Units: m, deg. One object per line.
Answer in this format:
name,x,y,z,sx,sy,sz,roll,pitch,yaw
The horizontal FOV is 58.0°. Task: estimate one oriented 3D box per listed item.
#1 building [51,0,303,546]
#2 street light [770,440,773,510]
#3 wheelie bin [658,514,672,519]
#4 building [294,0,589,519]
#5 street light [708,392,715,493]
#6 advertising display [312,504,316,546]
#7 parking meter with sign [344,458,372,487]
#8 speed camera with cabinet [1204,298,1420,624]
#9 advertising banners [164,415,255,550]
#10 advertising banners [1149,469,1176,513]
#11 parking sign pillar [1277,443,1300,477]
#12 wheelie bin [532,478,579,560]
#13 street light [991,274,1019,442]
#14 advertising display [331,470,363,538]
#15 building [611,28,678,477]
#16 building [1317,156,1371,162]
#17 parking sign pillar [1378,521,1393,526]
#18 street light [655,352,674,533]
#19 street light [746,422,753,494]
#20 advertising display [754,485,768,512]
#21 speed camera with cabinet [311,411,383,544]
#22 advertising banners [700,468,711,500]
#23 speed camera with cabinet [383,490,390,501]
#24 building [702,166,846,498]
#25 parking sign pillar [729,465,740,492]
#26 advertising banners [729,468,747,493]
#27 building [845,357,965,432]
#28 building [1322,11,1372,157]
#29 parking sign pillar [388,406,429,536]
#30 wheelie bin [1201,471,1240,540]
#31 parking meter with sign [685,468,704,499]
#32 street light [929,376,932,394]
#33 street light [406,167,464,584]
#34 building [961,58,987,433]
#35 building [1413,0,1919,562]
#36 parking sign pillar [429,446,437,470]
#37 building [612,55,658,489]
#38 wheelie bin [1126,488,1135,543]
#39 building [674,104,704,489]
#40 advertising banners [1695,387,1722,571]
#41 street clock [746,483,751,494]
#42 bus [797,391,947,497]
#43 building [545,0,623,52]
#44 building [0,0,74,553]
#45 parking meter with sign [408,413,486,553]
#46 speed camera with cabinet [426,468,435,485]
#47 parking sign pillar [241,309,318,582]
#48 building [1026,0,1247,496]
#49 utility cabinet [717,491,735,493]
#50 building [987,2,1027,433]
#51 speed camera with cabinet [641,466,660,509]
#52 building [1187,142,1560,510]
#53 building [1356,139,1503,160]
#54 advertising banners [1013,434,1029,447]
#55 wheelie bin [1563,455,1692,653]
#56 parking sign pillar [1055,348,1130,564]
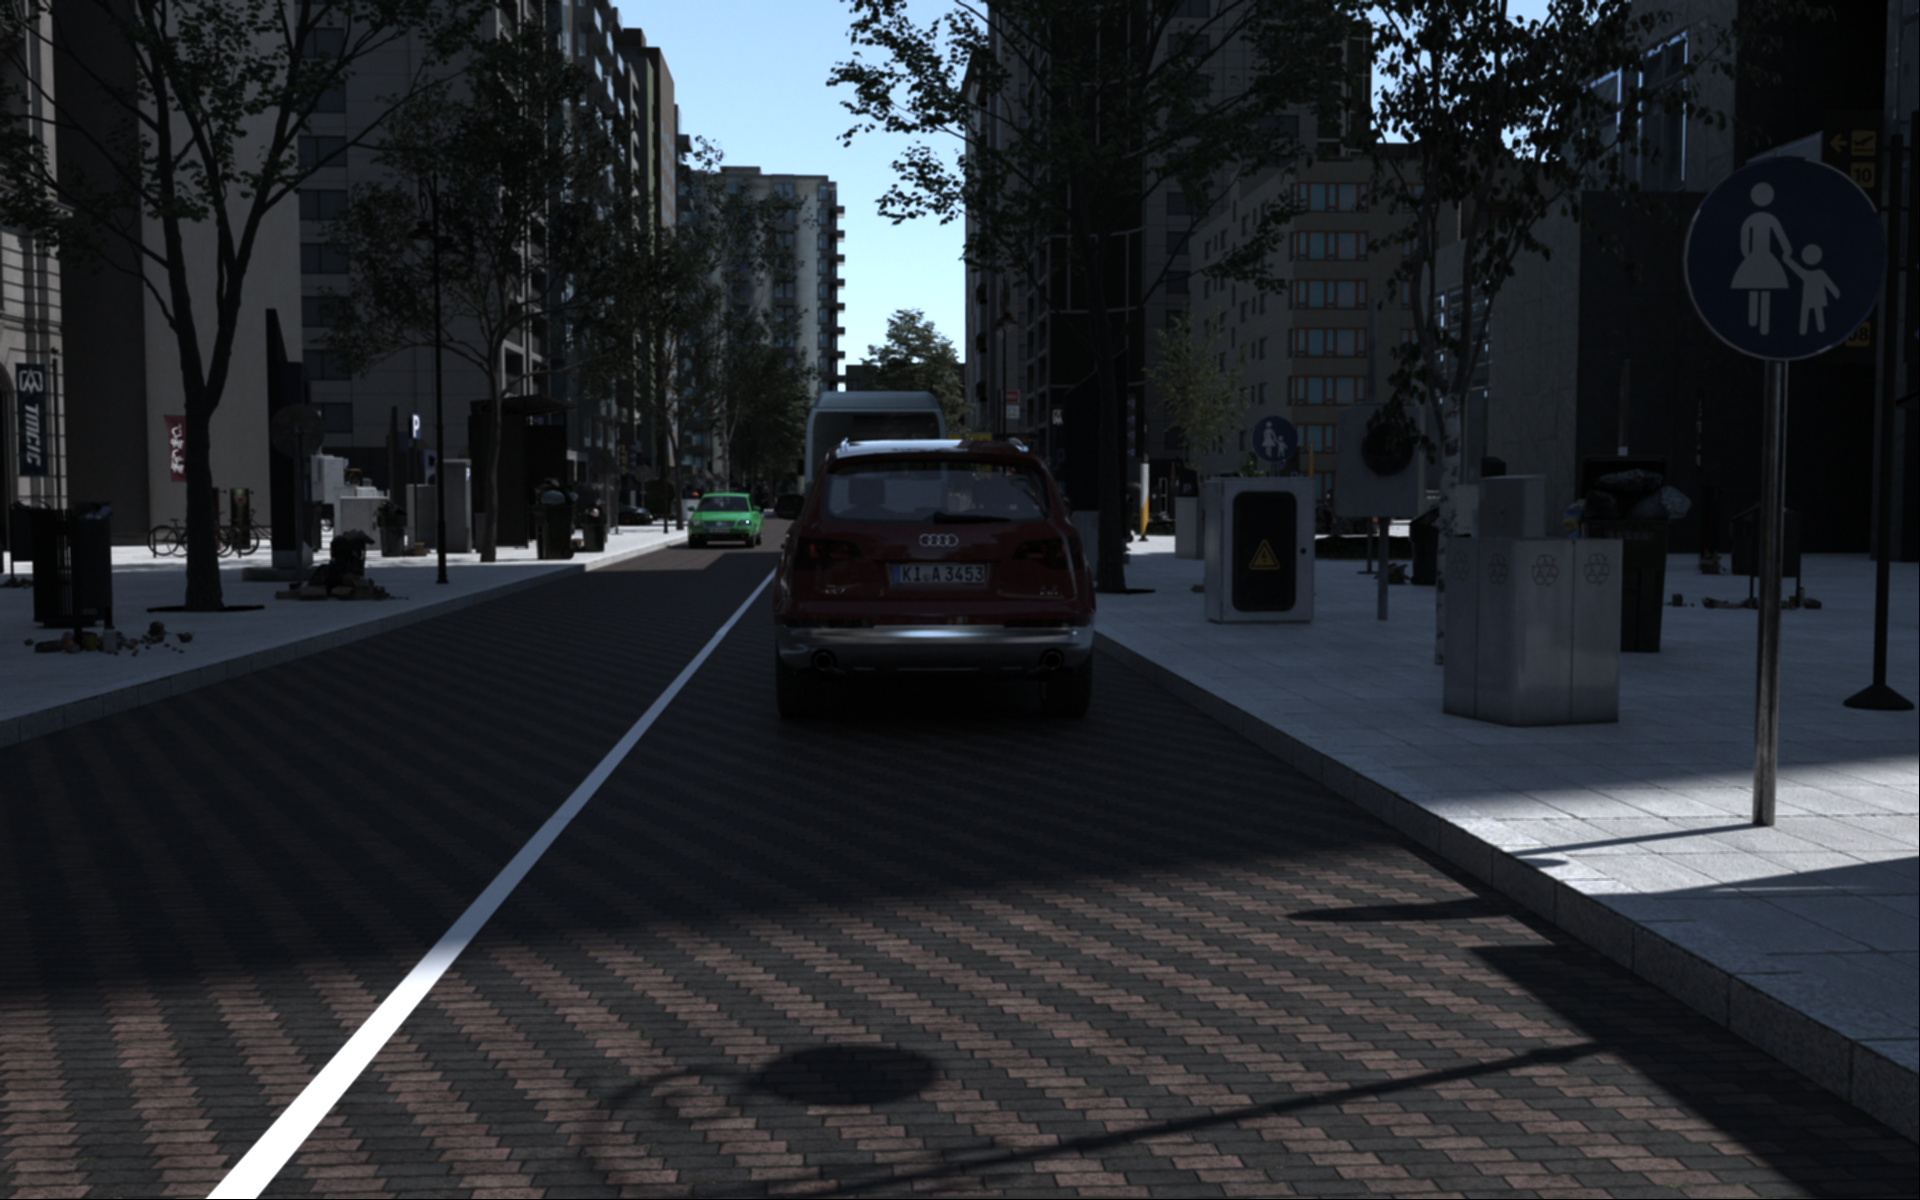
building,-32.341,-15.576,48.171,24.014,27.812,14.314,0,4,-4
street light,-15.307,-10.227,140.002,0.468,5.910,1.993,0,4,-4
wheelie bin,-15.063,-4.940,88.683,0.980,1.594,0.693,1,4,23
building,-32.316,-40.317,97.437,20.563,71.187,20.611,0,4,-4
street light,-10.995,-6.353,76.664,0.468,5.910,1.993,0,4,-4
advertising display,-16.212,-2.294,42.721,0.974,1.923,0.123,2,4,31
parking meter with sign,-29.216,-5.421,84.901,1.738,3.016,0.543,-3,5,-44
speed camera with cabinet,3.516,-1.405,17.315,2.038,3.252,0.660,0,4,-8
advertising banners,-16.974,-2.630,39.185,0.090,3.025,2.074,3,4,37
advertising banners,13.769,-7.437,117.785,2.074,3.025,0.090,1,4,22
parking sign pillar,12.478,-4.728,65.777,1.447,3.967,1.447,-1,4,-9
wheelie bin,-7.965,-1.591,33.928,0.693,1.594,0.980,-3,4,-36
street light,0.939,-3.900,36.549,0.468,5.910,1.993,0,4,-4
advertising display,-16.600,-2.549,46.894,0.974,1.923,0.123,1,4,18
building,-35.649,-31.857,170.969,14.600,45.320,14.200,0,4,-4
building,41.633,-32.268,211.175,14.086,41.232,14.154,0,4,-4
parking sign pillar,16.704,-4.970,69.725,1.447,3.967,1.447,-2,4,-26
street light,-9.606,-5.113,56.385,0.468,5.910,1.993,0,4,-4
street light,-13.156,-8.281,108.174,0.468,5.910,1.993,0,4,-4
advertising display,-14.345,-7.329,125.050,0.974,1.923,0.123,-1,4,-21
speed camera with cabinet,-14.582,-2.848,40.903,2.038,3.252,0.660,3,5,39
advertising banners,-16.631,-7.189,113.731,0.090,3.025,2.074,1,4,14
speed camera with cabinet,-27.814,-5.453,83.500,2.038,3.252,0.660,0,4,-7
building,-32.174,-38.894,255.518,30.456,49.044,23.786,0,4,-4
parking sign pillar,-18.225,-9.157,138.194,1.447,3.967,1.447,-1,4,-18
advertising banners,-14.700,-7.207,114.019,0.090,3.025,2.074,2,4,35
building,-2.704,-25.405,260.405,28.899,21.520,27.650,0,4,-4
building,50.687,-50.222,259.376,20.611,71.187,20.563,0,4,-4
parking sign pillar,-17.482,-4.001,53.893,1.447,3.967,1.447,-2,4,-24
wheelie bin,3.724,-0.984,23.989,0.693,1.594,0.980,-1,4,-11
parking meter with sign,-18.167,-7.377,116.869,1.738,3.016,0.543,1,4,10
street light,-1.143,-5.827,68.065,0.468,5.910,1.993,0,4,-4
street light,-7.430,-3.174,24.683,0.468,5.910,1.993,0,4,-4
building,14.872,-37.583,203.718,28.713,52.752,27.495,0,4,-4
building,24.638,-43.891,30.293,22.319,86.520,31.000,0,4,-4
parking sign pillar,-23.389,-5.366,76.210,1.447,3.967,1.447,1,4,20
building,-35.407,-28.952,156.961,14.154,41.232,14.086,0,4,-4
wheelie bin,4.169,-2.304,45.584,0.693,1.594,0.980,-2,4,-27
building,-46.622,-35.582,201.371,30.456,49.044,23.786,0,4,-4
advertising banners,12.577,-2.016,29.151,0.090,3.025,2.074,2,4,34
street clock,-14.318,-6.887,117.172,0.358,2.002,0.471,-3,4,-38
bus,-2.090,-2.616,37.636,2.948,3.499,13.247,0,4,-5
building,-37.639,-31.296,131.300,23.786,49.044,30.456,0,4,-4
building,-25.647,-11.353,27.418,13.314,21.916,24.055,0,4,-4
parking meter with sign,-11.018,-2.532,37.658,1.738,3.016,0.543,0,4,0
speed camera with cabinet,-34.426,-7.151,111.260,2.038,3.252,0.660,3,4,37
parking sign pillar,-10.022,-2.291,25.927,1.447,3.967,1.447,-1,4,-13
building,14.045,-42.295,129.780,20.563,71.187,20.611,0,4,-4
utility cabinet,-16.287,-6.842,120.551,1.173,1.500,0.318,-1,4,-21
building,13.264,-38.750,175.567,21.231,58.520,28.212,0,4,-4
speed camera with cabinet,-21.595,-7.720,120.563,2.038,3.252,0.660,-1,4,-19
building,30.816,-15.894,104.914,28.899,21.520,27.650,0,4,-4
building,56.772,-34.443,213.253,14.200,45.320,14.600,0,4,-4
advertising banners,2.429,-3.312,50.347,2.074,3.025,0.090,2,4,33
wheelie bin,5.473,-0.386,14.216,0.980,1.594,0.693,1,4,14
parking sign pillar,2.425,-2.662,31.996,1.447,3.967,1.447,-2,4,-26
